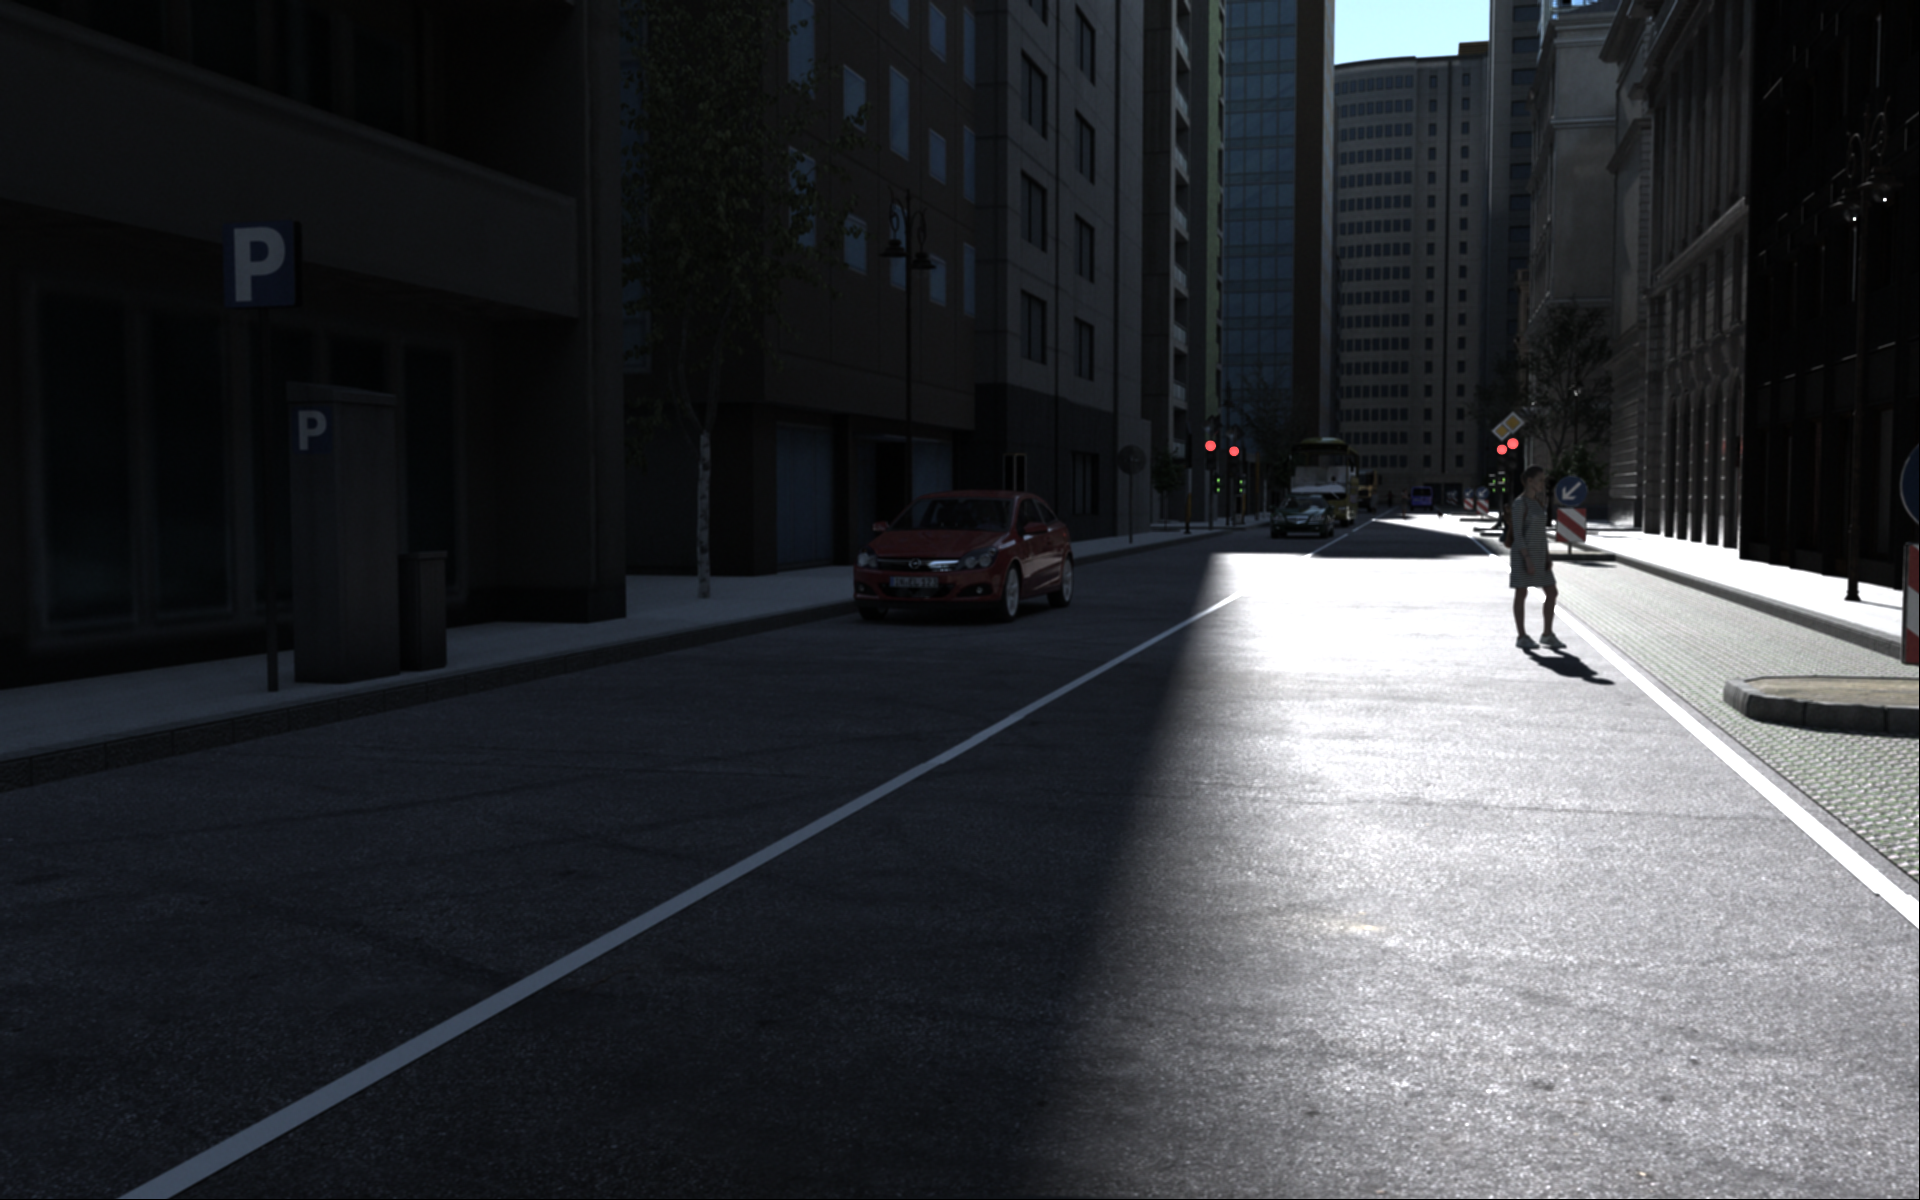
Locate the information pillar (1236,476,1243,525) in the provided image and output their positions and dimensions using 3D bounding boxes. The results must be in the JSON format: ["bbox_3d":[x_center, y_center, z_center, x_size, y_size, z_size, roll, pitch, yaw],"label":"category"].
[{"bbox_3d":[11.531,-4.107,71.634,0.304,2.012,0.304,1,4,10],"label":"information pillar"}]

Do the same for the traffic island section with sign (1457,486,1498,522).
[{"bbox_3d":[27.103,-4.996,90.308,1.989,1.847,2.006,1,4,15],"label":"traffic island section with sign"}]

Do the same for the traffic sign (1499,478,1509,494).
[{"bbox_3d":[32.100,-6.200,102.552,0.795,2.450,0.064,1,4,20],"label":"traffic sign"}]

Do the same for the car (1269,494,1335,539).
[{"bbox_3d":[11.366,-2.785,57.333,2.131,1.459,4.920,1,4,16],"label":"car"}]

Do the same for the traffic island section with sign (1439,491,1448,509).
[{"bbox_3d":[47.105,-9.600,165.592,1.989,1.847,2.006,1,4,15],"label":"traffic island section with sign"}]

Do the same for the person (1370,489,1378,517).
[{"bbox_3d":[25.402,-5.935,106.286,0.466,1.731,0.760,0,4,6],"label":"person"}]

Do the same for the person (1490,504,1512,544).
[{"bbox_3d":[15.636,-2.148,49.113,1.012,1.151,0.738,2,4,29],"label":"person"}]

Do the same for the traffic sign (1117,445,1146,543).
[{"bbox_3d":[4.443,-2.745,44.991,0.768,2.556,0.104,1,4,17],"label":"traffic sign"}]

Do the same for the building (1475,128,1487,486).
[{"bbox_3d":[67.995,-33.728,201.555,14.600,45.320,14.200,1,4,15],"label":"building"}]

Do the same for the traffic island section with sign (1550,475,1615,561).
[{"bbox_3d":[13.150,-1.783,37.781,1.989,1.847,2.006,1,4,15],"label":"traffic island section with sign"}]

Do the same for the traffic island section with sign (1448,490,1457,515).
[{"bbox_3d":[34.039,-6.589,116.359,1.989,1.847,2.006,1,4,15],"label":"traffic island section with sign"}]

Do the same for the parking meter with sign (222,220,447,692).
[{"bbox_3d":[-4.229,-0.961,11.967,0.543,3.016,1.738,1,4,17],"label":"parking meter with sign"}]

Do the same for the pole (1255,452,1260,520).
[{"bbox_3d":[14.543,-5.558,84.720,0.158,3.312,0.155,0,3,0],"label":"pole"}]

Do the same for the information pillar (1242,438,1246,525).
[{"bbox_3d":[11.893,-4.972,72.653,0.183,3.616,0.504,0,4,-1],"label":"information pillar"}]

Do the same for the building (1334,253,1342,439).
[{"bbox_3d":[38.810,-26.772,209.429,14.107,30.474,14.160,1,4,15],"label":"building"}]

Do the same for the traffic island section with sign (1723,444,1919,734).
[{"bbox_3d":[6.087,-0.155,11.159,1.989,1.847,2.006,1,4,15],"label":"traffic island section with sign"}]

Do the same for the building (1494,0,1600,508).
[{"bbox_3d":[59.206,-51.180,149.463,22.319,86.520,31.000,1,4,15],"label":"building"}]

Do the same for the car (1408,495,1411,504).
[{"bbox_3d":[55.586,-12.306,213.208,2.014,1.417,4.499,1,4,17],"label":"car"}]

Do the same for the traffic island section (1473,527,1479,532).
[{"bbox_3d":[20.773,-2.707,66.532,2.009,0.180,2.903,1,4,15],"label":"traffic island section"}]

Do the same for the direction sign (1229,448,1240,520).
[{"bbox_3d":[13.358,-5.660,84.536,0.876,3.537,0.379,-3,5,-42],"label":"direction sign"}]

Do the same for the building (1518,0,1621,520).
[{"bbox_3d":[37.775,-18.803,93.328,13.634,28.700,20.117,1,4,15],"label":"building"}]

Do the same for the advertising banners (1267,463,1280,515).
[{"bbox_3d":[17.687,-6.210,97.723,0.090,3.025,2.074,-1,4,-9],"label":"advertising banners"}]

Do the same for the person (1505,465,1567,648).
[{"bbox_3d":[5.323,-0.406,16.148,0.512,1.701,0.522,-3,5,-42],"label":"person"}]

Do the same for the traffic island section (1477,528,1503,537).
[{"bbox_3d":[18.723,-2.234,58.814,2.009,0.180,2.903,1,4,15],"label":"traffic island section"}]

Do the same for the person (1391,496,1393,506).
[{"bbox_3d":[48.293,-11.163,194.275,1.065,1.426,0.557,-3,5,-40],"label":"person"}]

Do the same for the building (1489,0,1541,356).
[{"bbox_3d":[65.395,-38.987,179.439,21.231,58.520,28.212,1,4,15],"label":"building"}]

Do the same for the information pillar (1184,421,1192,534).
[{"bbox_3d":[7.351,-3.937,55.723,0.183,3.616,0.504,0,4,-5],"label":"information pillar"}]

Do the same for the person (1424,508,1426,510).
[{"bbox_3d":[40.533,-8.539,151.339,0.697,1.427,0.421,3,4,36],"label":"person"}]

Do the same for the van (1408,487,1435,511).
[{"bbox_3d":[39.439,-8.777,147.893,2.240,2.365,5.245,1,4,15],"label":"van"}]

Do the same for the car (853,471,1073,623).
[{"bbox_3d":[0.119,-0.719,20.804,2.155,1.783,4.494,1,4,16],"label":"car"}]

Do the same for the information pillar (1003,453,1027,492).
[{"bbox_3d":[0.992,-1.646,31.401,0.304,2.012,0.304,-3,5,-43],"label":"information pillar"}]

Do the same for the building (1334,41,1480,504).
[{"bbox_3d":[58.631,-42.167,231.430,28.212,58.520,21.231,1,4,15],"label":"building"}]

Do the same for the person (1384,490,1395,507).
[{"bbox_3d":[46.030,-10.829,185.498,1.348,1.831,0.705,-1,4,-12],"label":"person"}]

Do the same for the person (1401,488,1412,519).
[{"bbox_3d":[25.312,-5.474,98.362,0.532,1.782,0.716,2,4,32],"label":"person"}]
